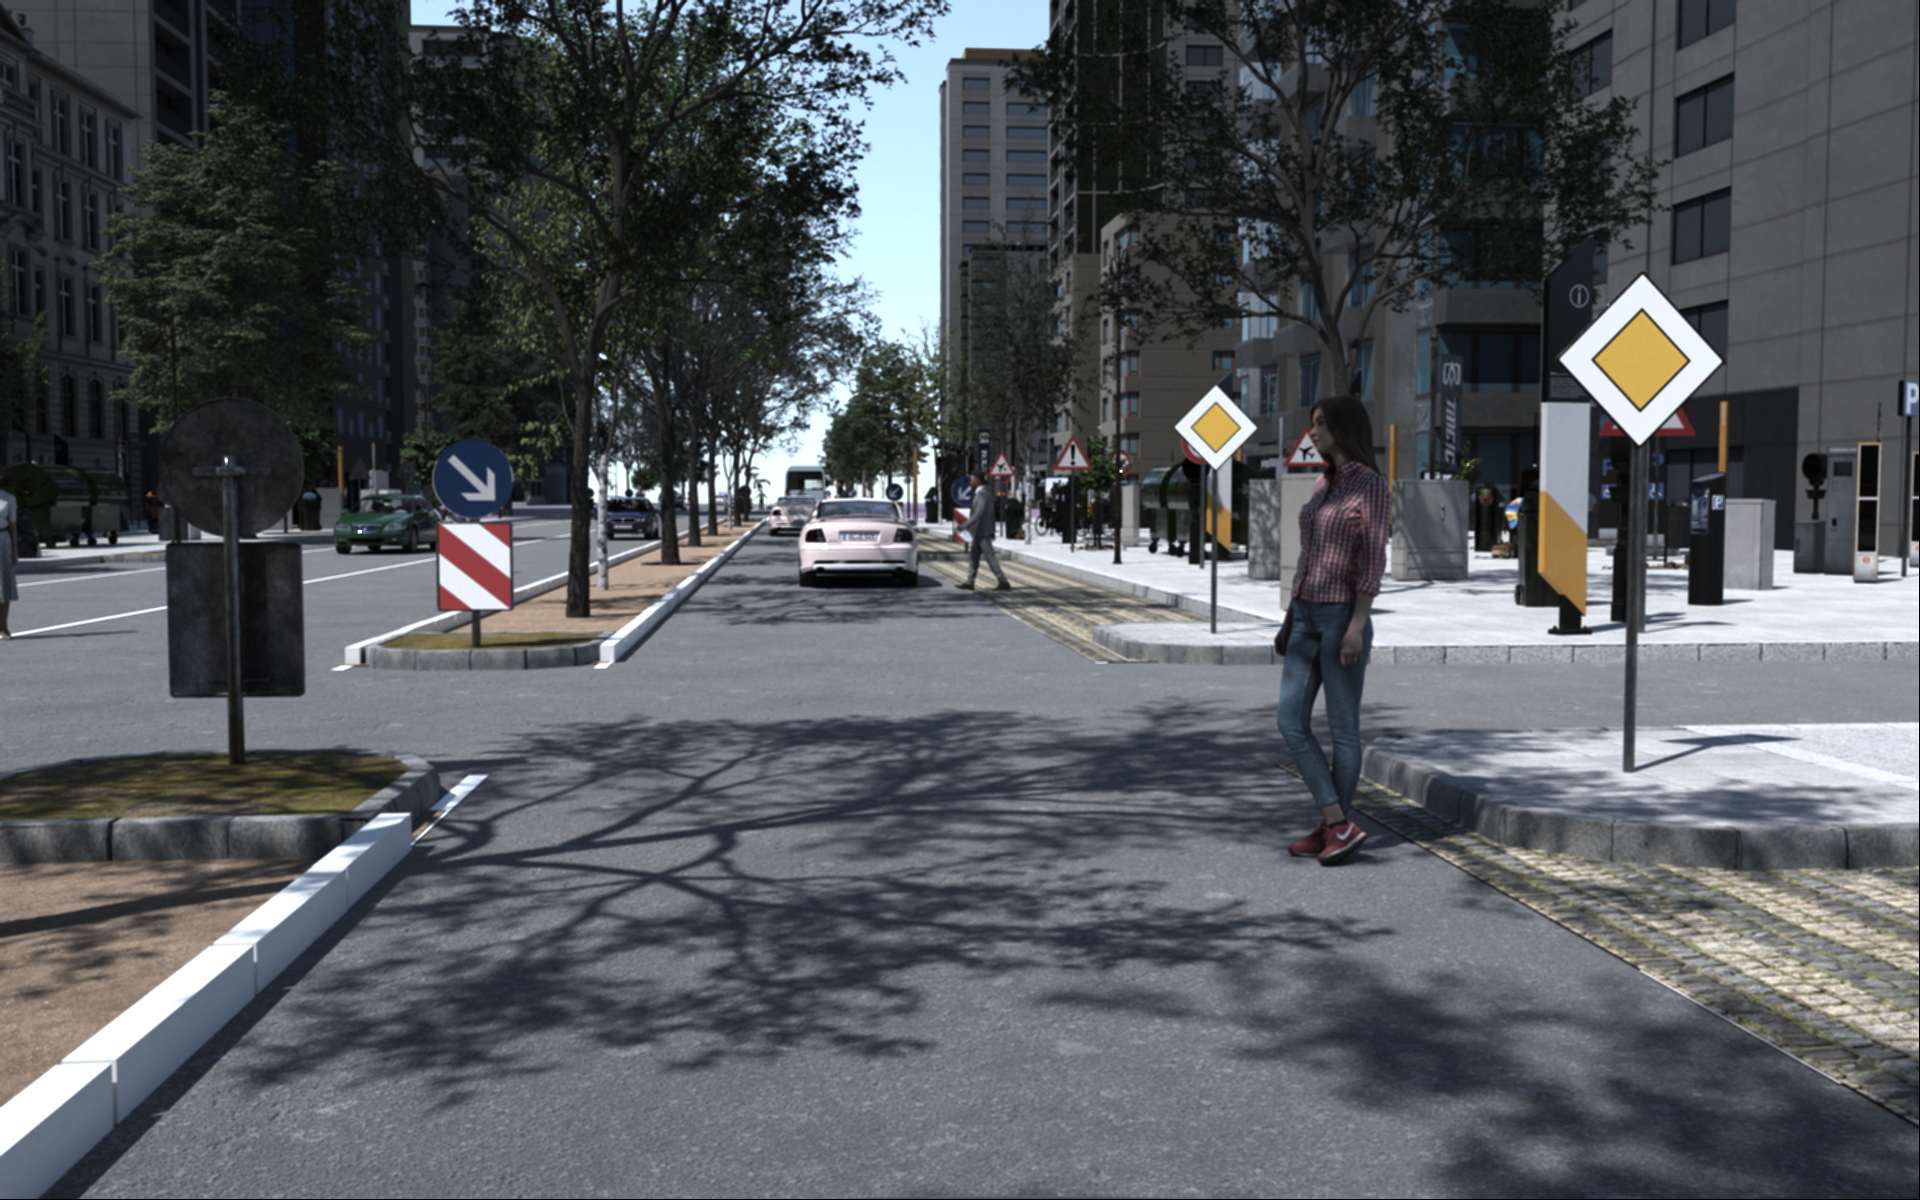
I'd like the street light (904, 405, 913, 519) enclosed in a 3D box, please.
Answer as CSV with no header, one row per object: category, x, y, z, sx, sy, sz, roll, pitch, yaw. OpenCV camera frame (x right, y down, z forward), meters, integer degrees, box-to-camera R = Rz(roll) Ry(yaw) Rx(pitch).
street light,-2.691,-7.200,90.501,0.468,5.910,1.993,0,4,-5

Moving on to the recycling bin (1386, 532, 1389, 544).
recycling bin,10.555,-1.959,44.579,0.722,1.027,0.722,-3,5,-41

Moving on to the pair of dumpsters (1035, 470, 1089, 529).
pair of dumpsters,3.929,-3.875,65.854,1.574,2.255,4.437,0,4,-6

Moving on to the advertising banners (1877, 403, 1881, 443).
advertising banners,17.311,-2.238,32.783,0.090,3.025,2.074,2,4,32

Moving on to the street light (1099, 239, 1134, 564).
street light,2.896,-3.601,31.670,0.468,5.910,1.993,0,4,-5

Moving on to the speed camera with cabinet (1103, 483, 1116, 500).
speed camera with cabinet,8.643,-5.975,92.028,2.038,3.252,0.660,0,4,1

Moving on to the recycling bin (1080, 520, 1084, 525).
recycling bin,4.575,-3.487,69.559,0.722,1.027,0.722,3,5,43

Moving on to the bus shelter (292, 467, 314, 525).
bus shelter,-26.089,-4.589,66.311,1.731,3.624,6.357,0,4,-5

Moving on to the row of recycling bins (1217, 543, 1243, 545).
row of recycling bins,8.092,-2.226,43.505,3.534,1.692,1.069,1,4,13

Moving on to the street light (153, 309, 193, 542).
street light,-19.664,-4.320,43.414,0.468,5.910,1.993,0,4,-5

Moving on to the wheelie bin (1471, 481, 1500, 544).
wheelie bin,12.590,-2.044,41.328,0.693,1.594,0.980,2,4,31

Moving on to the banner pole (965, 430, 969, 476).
banner pole,0.244,-4.764,67.904,0.401,3.779,0.863,-1,4,-12

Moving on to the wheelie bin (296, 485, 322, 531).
wheelie bin,-24.421,-3.472,64.671,0.980,1.594,0.693,-3,5,-43

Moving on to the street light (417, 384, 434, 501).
street light,-22.483,-6.129,72.992,0.468,5.910,1.993,0,4,-5

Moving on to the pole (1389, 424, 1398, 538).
pole,12.620,-3.463,50.460,0.158,3.312,0.155,0,3,0

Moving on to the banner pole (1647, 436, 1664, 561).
banner pole,13.220,-2.638,33.143,0.863,3.779,0.401,-3,4,-39

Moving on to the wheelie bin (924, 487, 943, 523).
wheelie bin,-1.143,-4.175,76.166,0.693,1.594,0.980,-2,4,-29

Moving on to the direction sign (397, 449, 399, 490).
direction sign,-28.376,-5.838,87.447,0.379,3.537,0.876,-1,4,-16

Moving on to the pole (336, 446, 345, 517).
pole,-26.379,-4.893,73.849,0.158,3.312,0.155,0,3,0

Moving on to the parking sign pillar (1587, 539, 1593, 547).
parking sign pillar,15.762,-3.272,41.975,1.447,3.967,1.447,1,4,22

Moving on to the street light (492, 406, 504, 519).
street light,-24.161,-7.217,90.791,0.468,5.910,1.993,0,4,-5

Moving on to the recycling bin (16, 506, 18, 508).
recycling bin,-20.902,-1.525,37.490,0.722,1.027,0.722,0,4,-5

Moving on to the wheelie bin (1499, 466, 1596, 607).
wheelie bin,6.763,-0.728,19.804,0.980,1.594,0.693,1,4,9

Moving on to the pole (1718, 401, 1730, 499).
pole,16.834,-2.713,38.206,0.158,3.312,0.155,0,3,0

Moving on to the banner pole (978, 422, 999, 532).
banner pole,0.949,-4.212,58.876,0.863,3.779,0.401,3,4,37

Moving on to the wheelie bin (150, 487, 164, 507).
wheelie bin,-35.291,-4.179,76.236,0.980,1.594,0.693,-2,4,-35

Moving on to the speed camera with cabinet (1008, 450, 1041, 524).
speed camera with cabinet,2.805,-4.925,74.858,0.660,3.252,2.038,2,4,29

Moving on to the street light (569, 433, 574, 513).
street light,-26.948,-9.025,120.346,0.468,5.910,1.993,0,4,-5

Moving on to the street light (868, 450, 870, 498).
street light,-7.225,-10.063,137.315,0.468,5.910,1.993,0,4,-5

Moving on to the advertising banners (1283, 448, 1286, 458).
advertising banners,12.194,-4.263,65.886,0.090,3.025,2.074,1,4,22

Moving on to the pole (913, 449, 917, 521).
pole,-2.018,-5.154,78.112,0.158,3.312,0.155,0,3,0

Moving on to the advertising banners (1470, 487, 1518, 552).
advertising banners,12.309,-2.560,38.039,2.074,3.025,0.090,2,4,25

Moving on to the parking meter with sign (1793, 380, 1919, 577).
parking meter with sign,14.129,-1.904,27.384,0.543,3.016,1.738,-2,4,-35

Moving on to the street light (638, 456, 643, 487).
street light,-31.870,-12.261,173.262,0.468,5.910,1.993,0,4,-5

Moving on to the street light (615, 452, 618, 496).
street light,-29.731,-10.825,149.768,0.468,5.910,1.993,0,4,-5

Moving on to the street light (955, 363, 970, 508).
street light,0.130,-5.384,60.823,0.468,5.910,1.993,0,4,-5

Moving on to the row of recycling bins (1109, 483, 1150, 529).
row of recycling bins,7.077,-3.562,65.346,3.534,1.692,1.069,-2,4,-34

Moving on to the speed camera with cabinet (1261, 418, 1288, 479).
speed camera with cabinet,8.079,-3.134,45.579,0.660,3.252,2.038,0,4,-5

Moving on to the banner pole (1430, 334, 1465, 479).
banner pole,7.605,-2.278,27.258,0.863,3.779,0.401,-2,4,-30

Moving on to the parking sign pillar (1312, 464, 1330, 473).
parking sign pillar,11.603,-3.991,53.719,1.447,3.967,1.447,0,4,-4

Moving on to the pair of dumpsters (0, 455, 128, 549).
pair of dumpsters,-21.853,-2.424,42.127,1.574,2.255,4.437,0,4,-5

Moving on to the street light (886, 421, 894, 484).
street light,-4.354,-8.270,107.997,0.468,5.910,1.993,0,4,-5

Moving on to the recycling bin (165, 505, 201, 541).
recycling bin,-21.567,-2.173,48.078,0.722,1.027,0.722,0,4,-3

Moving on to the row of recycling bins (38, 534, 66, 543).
row of recycling bins,-24.718,-2.324,45.107,1.069,1.692,3.534,1,4,14

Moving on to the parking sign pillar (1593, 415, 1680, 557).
parking sign pillar,14.249,-2.910,36.056,1.447,3.967,1.447,0,4,2

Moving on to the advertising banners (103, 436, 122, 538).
advertising banners,-25.091,-3.372,51.328,0.090,3.025,2.074,-1,4,-10

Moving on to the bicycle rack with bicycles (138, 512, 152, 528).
bicycle rack with bicycles,-29.287,-3.163,65.103,2.852,0.926,2.925,2,4,28

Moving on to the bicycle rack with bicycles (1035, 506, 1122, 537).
bicycle rack with bicycles,4.009,-2.419,52.932,2.852,0.926,2.925,-2,4,-30

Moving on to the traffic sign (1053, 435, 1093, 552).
traffic sign,2.474,-2.324,37.999,0.884,2.594,0.081,0,4,1

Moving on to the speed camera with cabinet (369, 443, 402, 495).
speed camera with cabinet,-22.075,-4.416,66.545,0.660,3.252,2.038,-3,4,-37

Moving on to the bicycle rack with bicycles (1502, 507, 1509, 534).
bicycle rack with bicycles,18.361,-2.515,54.497,2.852,0.926,2.925,-1,4,-9

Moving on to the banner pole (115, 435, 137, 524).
banner pole,-35.438,-5.107,73.516,0.401,3.779,0.863,2,4,35

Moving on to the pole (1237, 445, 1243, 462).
pole,10.509,-4.360,65.123,0.158,3.312,0.155,0,3,0

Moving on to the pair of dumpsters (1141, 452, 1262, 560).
pair of dumpsters,4.901,-2.015,35.436,1.574,2.255,4.437,0,4,-6
